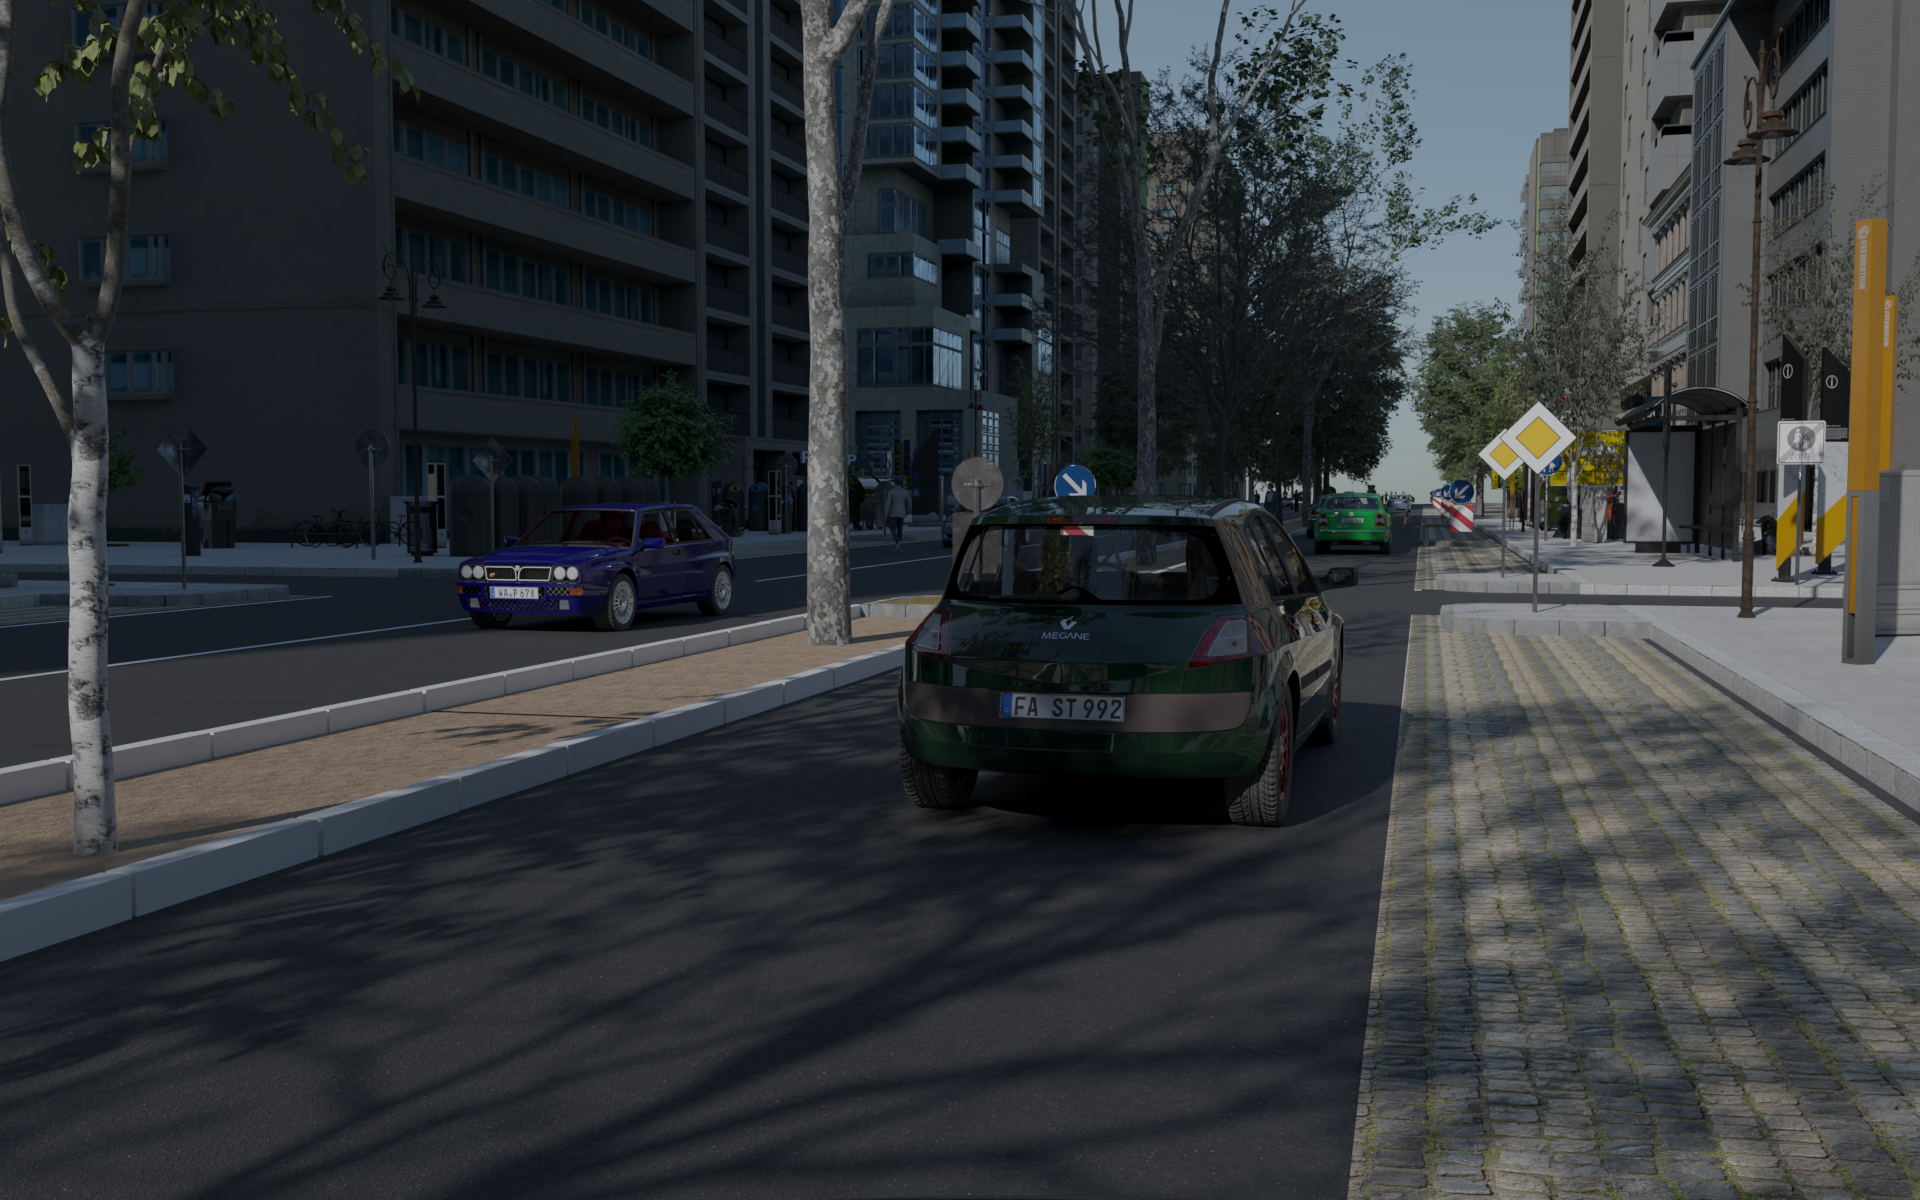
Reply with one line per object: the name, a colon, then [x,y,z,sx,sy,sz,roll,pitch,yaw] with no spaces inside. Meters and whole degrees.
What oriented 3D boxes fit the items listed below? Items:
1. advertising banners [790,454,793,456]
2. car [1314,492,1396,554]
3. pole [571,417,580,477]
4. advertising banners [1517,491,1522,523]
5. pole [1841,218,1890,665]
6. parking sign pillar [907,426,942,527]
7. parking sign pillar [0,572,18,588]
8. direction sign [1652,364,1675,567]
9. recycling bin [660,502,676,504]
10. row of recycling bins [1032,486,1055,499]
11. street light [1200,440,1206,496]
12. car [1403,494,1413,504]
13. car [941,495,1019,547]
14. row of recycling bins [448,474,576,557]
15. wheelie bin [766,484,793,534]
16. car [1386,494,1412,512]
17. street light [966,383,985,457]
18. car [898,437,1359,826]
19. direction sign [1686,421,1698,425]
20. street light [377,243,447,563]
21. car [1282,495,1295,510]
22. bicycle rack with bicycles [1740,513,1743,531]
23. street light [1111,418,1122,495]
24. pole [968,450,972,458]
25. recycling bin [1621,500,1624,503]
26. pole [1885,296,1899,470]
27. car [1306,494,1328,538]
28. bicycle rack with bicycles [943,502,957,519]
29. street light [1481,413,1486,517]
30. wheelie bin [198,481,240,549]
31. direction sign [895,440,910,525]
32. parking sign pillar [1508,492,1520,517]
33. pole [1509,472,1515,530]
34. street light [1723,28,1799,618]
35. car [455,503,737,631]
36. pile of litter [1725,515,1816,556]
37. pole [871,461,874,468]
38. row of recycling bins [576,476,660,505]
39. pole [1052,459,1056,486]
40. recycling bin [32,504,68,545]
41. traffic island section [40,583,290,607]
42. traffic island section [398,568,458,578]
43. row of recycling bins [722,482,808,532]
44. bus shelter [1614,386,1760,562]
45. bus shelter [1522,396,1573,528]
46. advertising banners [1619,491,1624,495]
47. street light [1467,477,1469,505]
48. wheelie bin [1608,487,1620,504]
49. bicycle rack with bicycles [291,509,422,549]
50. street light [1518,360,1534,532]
advertising banners: [-7.190,-4.935,76.877,0.090,3.025,2.074,1,4,21]
car: [9.712,-2.070,42.638,1.959,1.807,4.718,1,4,15]
pole: [-10.225,-3.194,46.066,0.158,3.312,0.155,0,3,0]
advertising banners: [25.905,-4.977,77.566,2.074,3.025,0.090,-1,4,-16]
pole: [6.783,-1.171,12.984,0.158,3.312,0.155,0,3,0]
parking sign pillar: [-1.361,-4.872,68.133,1.447,3.967,1.447,2,4,33]
parking sign pillar: [-13.730,-2.150,23.621,1.447,3.967,1.447,-1,4,-13]
direction sign: [12.440,-2.356,30.518,0.379,3.537,0.876,2,4,28]
recycling bin: [-9.286,-2.519,53.742,0.722,1.027,0.722,1,4,18]
row of recycling bins: [4.559,-5.126,90.918,1.069,1.692,3.534,-1,4,-13]
street light: [20.413,-10.568,145.568,0.468,5.910,1.993,1,4,15]
car: [41.098,-9.221,160.983,2.015,1.641,3.980,1,4,14]
car: [0.774,-2.199,47.954,2.014,1.417,4.499,1,4,14]
row of recycling bins: [-9.637,-1.826,36.971,1.069,1.692,3.534,1,4,18]
wheelie bin: [-5.828,-2.956,56.242,0.980,1.594,0.693,1,4,17]
car: [34.540,-7.603,136.316,2.014,1.417,4.499,1,4,17]
street light: [0.654,-6.077,72.139,0.468,5.910,1.993,1,4,15]
car: [1.010,0.047,9.021,2.009,1.686,4.222,1,4,17]
direction sign: [22.140,-3.691,52.353,0.379,3.537,0.876,0,4,-3]
street light: [-10.120,-3.631,32.159,0.468,5.910,1.993,1,4,15]
car: [30.167,-9.060,160.711,1.945,1.354,3.894,1,4,14]
bicycle rack with bicycles: [26.114,-2.898,60.759,2.852,0.926,2.925,-1,4,-20]
street light: [9.527,-8.122,105.578,0.468,5.910,1.993,1,4,15]
pole: [0.438,-5.237,79.475,0.158,3.312,0.155,0,3,0]
recycling bin: [30.288,-4.011,78.141,0.722,1.027,0.722,0,4,1]
pole: [9.583,-1.475,17.965,0.158,3.312,0.155,0,3,0]
car: [12.629,-2.810,57.734,2.131,1.459,4.920,1,4,17]
bicycle rack with bicycles: [-1.173,-4.198,82.016,2.852,0.926,2.925,2,4,23]
street light: [29.672,-7.666,98.132,0.468,5.910,1.993,1,4,15]
wheelie bin: [-17.467,-2.018,40.904,0.693,1.594,0.980,3,5,41]
direction sign: [-2.402,-4.908,72.242,0.876,3.537,0.379,3,5,42]
parking sign pillar: [31.018,-6.581,96.069,1.447,3.967,1.447,0,4,6]
pole: [19.670,-4.148,61.668,0.158,3.312,0.155,0,3,0]
street light: [8.166,-2.753,17.806,0.468,5.910,1.993,1,4,15]
car: [-3.981,-0.421,19.468,1.945,1.354,3.894,1,4,17]
pile of litter: [17.146,-1.384,36.598,1.176,0.858,1.719,-3,5,-40]
pole: [-5.424,-6.927,107.093,0.158,3.312,0.155,0,3,0]
row of recycling bins: [-8.118,-2.047,40.579,1.069,1.692,3.534,1,4,21]
pole: [5.395,-6.466,99.555,0.158,3.312,0.155,0,3,0]
recycling bin: [-23.237,-1.928,44.079,0.722,1.027,0.722,1,4,19]
traffic island section: [-10.441,-0.061,23.275,2.009,0.180,2.903,1,4,15]
traffic island section: [-8.371,-0.533,30.988,2.009,0.180,2.903,1,4,15]
row of recycling bins: [-6.551,-3.223,59.814,3.534,1.692,1.069,1,4,14]
bus shelter: [14.591,-2.521,35.139,2.014,3.302,5.546,1,4,15]
bus shelter: [23.252,-5.557,68.482,2.179,5.291,8.768,1,4,15]
advertising banners: [35.918,-6.022,94.647,2.074,3.025,0.090,0,4,-3]
street light: [38.670,-9.716,131.639,0.468,5.910,1.993,1,4,15]
wheelie bin: [31.124,-4.586,82.884,0.693,1.594,0.980,-1,4,-17]
bicycle rack with bicycles: [-14.917,-1.746,41.928,2.925,0.926,2.852,1,4,16]
street light: [18.944,-5.218,58.100,0.468,5.910,1.993,1,4,15]
